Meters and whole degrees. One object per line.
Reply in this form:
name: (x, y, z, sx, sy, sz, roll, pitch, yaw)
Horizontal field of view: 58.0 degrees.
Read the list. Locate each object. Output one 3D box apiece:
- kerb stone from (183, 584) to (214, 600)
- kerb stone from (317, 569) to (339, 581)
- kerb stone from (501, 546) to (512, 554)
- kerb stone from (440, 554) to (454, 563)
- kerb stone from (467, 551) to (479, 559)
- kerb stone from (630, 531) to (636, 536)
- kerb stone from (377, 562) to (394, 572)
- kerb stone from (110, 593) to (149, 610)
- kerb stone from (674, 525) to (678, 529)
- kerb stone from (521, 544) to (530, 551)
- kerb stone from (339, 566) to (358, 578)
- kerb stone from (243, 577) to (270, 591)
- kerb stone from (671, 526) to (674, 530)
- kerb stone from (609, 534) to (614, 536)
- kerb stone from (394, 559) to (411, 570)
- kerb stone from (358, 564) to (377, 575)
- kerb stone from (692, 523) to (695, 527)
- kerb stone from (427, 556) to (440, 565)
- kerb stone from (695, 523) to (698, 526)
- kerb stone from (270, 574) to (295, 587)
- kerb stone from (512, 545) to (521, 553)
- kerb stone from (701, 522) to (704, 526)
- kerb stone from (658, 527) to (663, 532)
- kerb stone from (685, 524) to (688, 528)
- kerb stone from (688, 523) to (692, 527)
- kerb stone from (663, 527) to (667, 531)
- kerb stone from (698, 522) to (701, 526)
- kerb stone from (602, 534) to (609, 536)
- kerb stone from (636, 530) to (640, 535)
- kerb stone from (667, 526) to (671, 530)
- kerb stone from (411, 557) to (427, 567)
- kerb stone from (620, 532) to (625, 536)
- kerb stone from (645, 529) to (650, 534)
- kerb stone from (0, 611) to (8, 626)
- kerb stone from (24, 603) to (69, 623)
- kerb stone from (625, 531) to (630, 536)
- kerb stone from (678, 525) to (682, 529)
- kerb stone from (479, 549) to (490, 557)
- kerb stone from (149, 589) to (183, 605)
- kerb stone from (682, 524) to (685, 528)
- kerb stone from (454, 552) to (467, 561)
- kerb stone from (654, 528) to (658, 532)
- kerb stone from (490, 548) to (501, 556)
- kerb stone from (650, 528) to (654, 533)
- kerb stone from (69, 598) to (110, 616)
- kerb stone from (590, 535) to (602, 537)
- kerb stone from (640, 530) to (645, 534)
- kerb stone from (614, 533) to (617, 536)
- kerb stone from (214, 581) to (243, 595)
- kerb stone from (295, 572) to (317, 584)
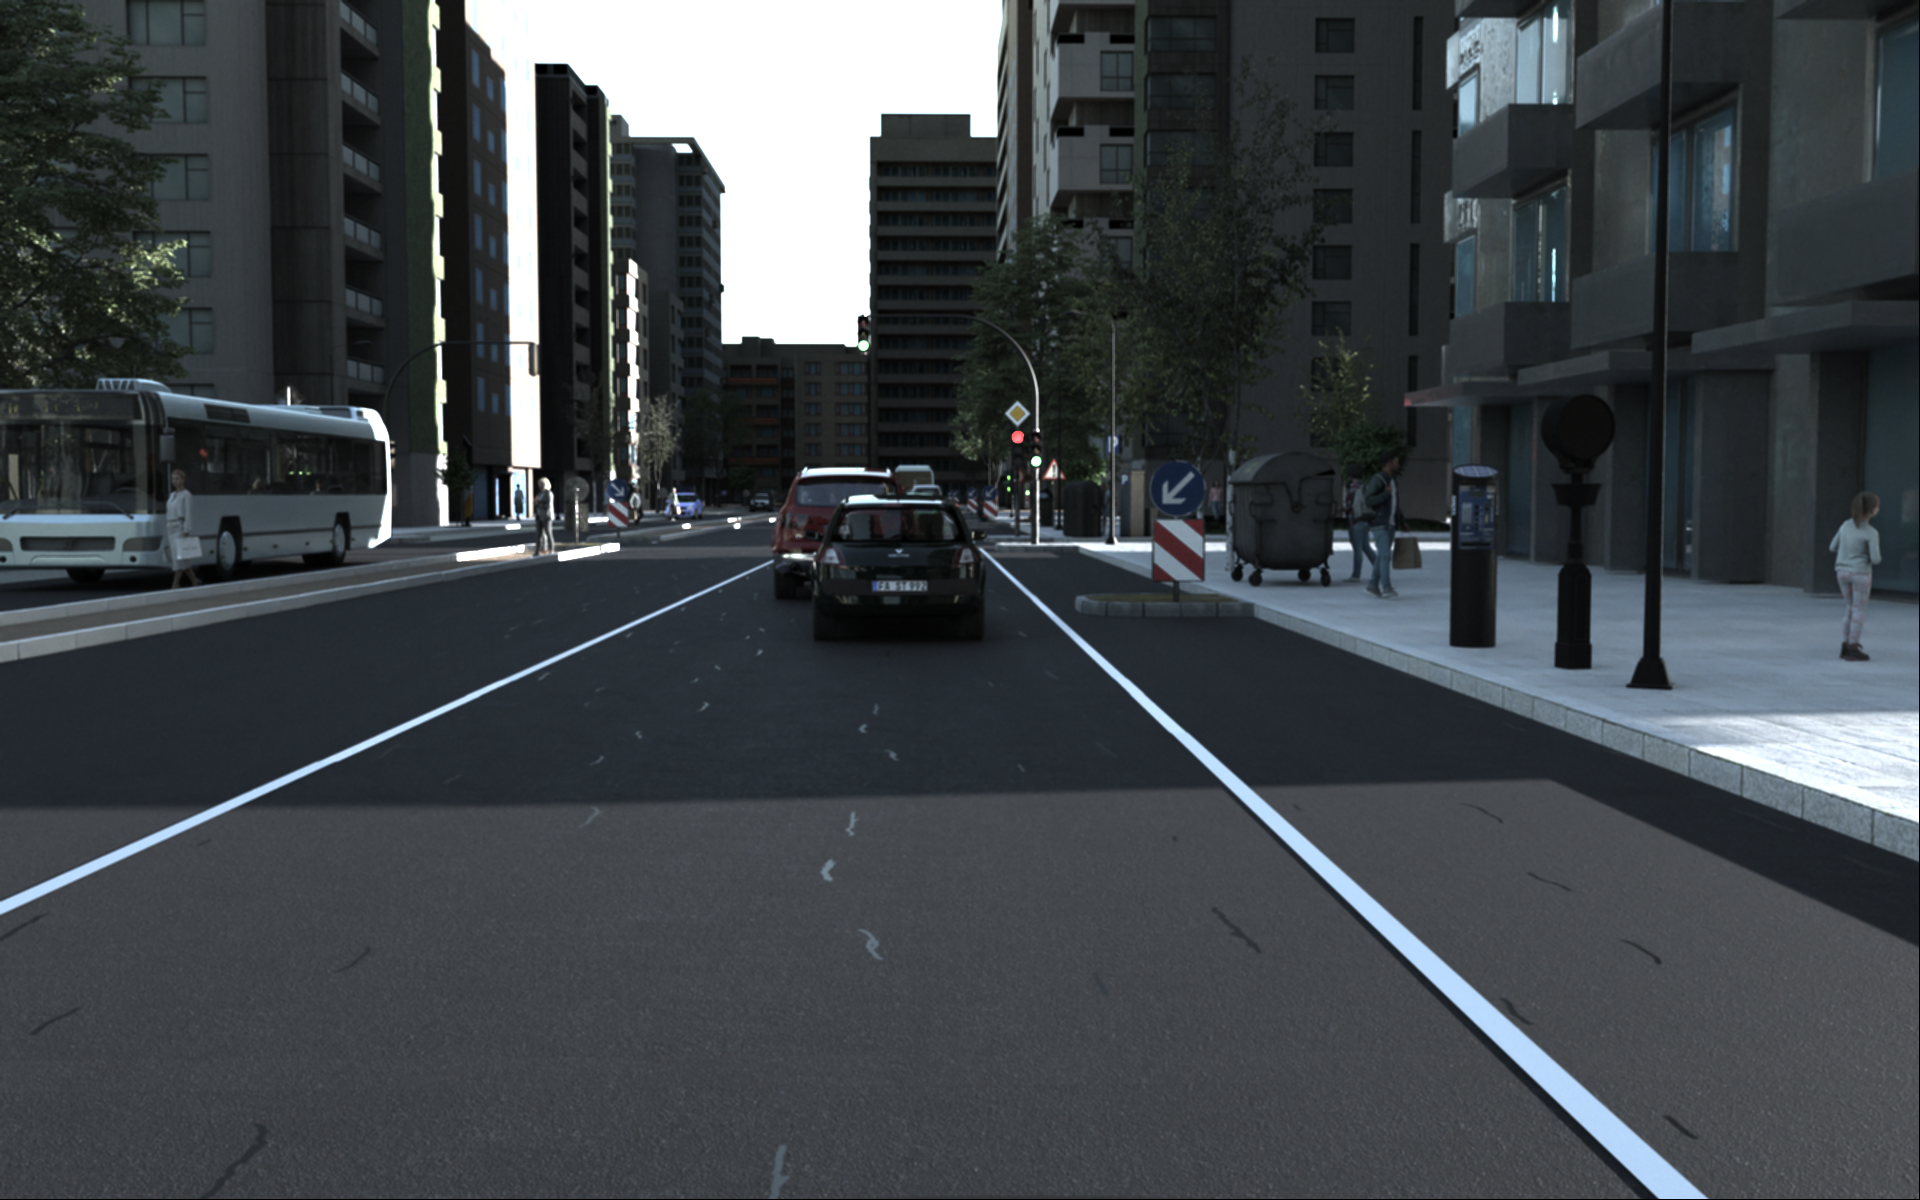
kerb stone: (-10.505, -0.089, 23.705, 0.120, 0.150, 1.000, 0, 4, -1)
kerb stone: (-10.615, -0.404, 28.838, 0.120, 0.150, 1.000, 0, 4, -1)
kerb stone: (-10.894, -1.159, 41.141, 0.120, 0.150, 1.000, 0, 4, -1)
kerb stone: (-10.785, -0.841, 36.030, 0.120, 0.150, 1.000, 0, 4, -1)
kerb stone: (-10.825, -0.969, 38.074, 0.120, 0.150, 1.000, 0, 4, -1)
kerb stone: (-11.298, -2.254, 59.077, 0.120, 0.150, 1.000, 0, 4, -1)
kerb stone: (-10.696, -0.593, 31.928, 0.120, 0.150, 1.000, 0, 4, -1)
kerb stone: (-10.454, 0.034, 21.642, 0.120, 0.150, 1.000, 0, 4, -1)
kerb stone: (-11.527, -2.884, 69.357, 0.120, 0.150, 1.000, 0, 4, -1)
kerb stone: (-10.938, -1.282, 43.184, 0.120, 0.150, 1.000, 0, 4, -1)
kerb stone: (-10.647, -0.469, 29.862, 0.120, 0.150, 1.000, 0, 4, -1)
kerb stone: (-10.549, -0.218, 25.765, 0.120, 0.150, 1.000, 0, 4, -1)
kerb stone: (-11.505, -2.821, 68.322, 0.120, 0.150, 1.000, 0, 4, -1)
kerb stone: (-11.202, -2.004, 54.963, 0.120, 0.150, 1.000, 0, 4, -1)
kerb stone: (-10.707, -0.658, 32.961, 0.120, 0.150, 1.000, 0, 4, -1)
kerb stone: (-10.664, -0.532, 30.895, 0.120, 0.150, 1.000, 0, 4, -1)
kerb stone: (-11.633, -3.197, 74.483, 0.120, 0.150, 1.000, 0, 4, -1)
kerb stone: (-10.759, -0.784, 35.008, 0.120, 0.150, 1.000, 0, 4, -1)
kerb stone: (-11.664, -3.261, 75.504, 0.120, 0.150, 1.000, 0, 4, -1)
kerb stone: (-10.573, -0.279, 26.787, 0.120, 0.150, 1.000, 0, 4, -1)
kerb stone: (-10.919, -1.221, 42.163, 0.120, 0.150, 1.000, 0, 4, -1)
kerb stone: (-11.712, -3.387, 77.567, 0.120, 0.150, 1.000, 0, 4, -1)
kerb stone: (-11.427, -2.632, 65.231, 0.120, 0.150, 1.000, 0, 4, -1)
kerb stone: (-11.589, -3.072, 72.429, 0.120, 0.150, 1.000, 0, 4, -1)
kerb stone: (-11.613, -3.130, 73.451, 0.120, 0.150, 1.000, 0, 4, -1)
kerb stone: (-11.458, -2.695, 66.266, 0.120, 0.150, 1.000, 0, 4, -1)
kerb stone: (-11.681, -3.321, 76.536, 0.120, 0.150, 1.000, 0, 4, -1)
kerb stone: (-11.176, -1.942, 53.941, 0.120, 0.150, 1.000, 0, 4, -1)
kerb stone: (-11.324, -2.317, 60.106, 0.120, 0.150, 1.000, 0, 4, -1)
kerb stone: (-11.479, -2.757, 67.291, 0.120, 0.150, 1.000, 0, 4, -1)
kerb stone: (-10.722, -0.721, 33.983, 0.120, 0.150, 1.000, 0, 4, -1)
kerb stone: (-11.249, -2.130, 57.014, 0.120, 0.150, 1.000, 0, 4, -1)
kerb stone: (-11.366, -2.444, 62.157, 0.120, 0.150, 1.000, 0, 4, -1)
kerb stone: (-10.387, 0.226, 18.566, 0.120, 0.150, 1.000, 0, 4, -1)
kerb stone: (-10.417, 0.167, 19.588, 0.120, 0.150, 1.000, 0, 4, -1)
kerb stone: (-11.276, -2.193, 58.044, 0.120, 0.150, 1.000, 0, 4, -1)
kerb stone: (-11.539, -2.941, 70.385, 0.120, 0.150, 1.000, 0, 4, -1)
kerb stone: (-10.847, -1.026, 39.096, 0.120, 0.150, 1.000, 0, 4, -1)
kerb stone: (-10.486, -0.029, 22.674, 0.120, 0.150, 1.000, 0, 4, -1)
kerb stone: (-11.566, -3.009, 71.406, 0.120, 0.150, 1.000, 0, 4, -1)
kerb stone: (-10.798, -0.909, 37.052, 0.120, 0.150, 1.000, 0, 4, -1)
kerb stone: (-11.412, -2.569, 64.209, 0.120, 0.150, 1.000, 0, 4, -1)
kerb stone: (-10.870, -1.096, 40.117, 0.120, 0.150, 1.000, 0, 4, -1)
kerb stone: (-11.381, -2.503, 63.179, 0.120, 0.150, 1.000, 0, 4, -1)
kerb stone: (-10.441, 0.099, 20.618, 0.120, 0.150, 1.000, 0, 4, -1)
kerb stone: (-11.157, -1.879, 52.912, 0.120, 0.150, 1.000, 0, 4, -1)
kerb stone: (-11.343, -2.376, 61.128, 0.120, 0.150, 1.000, 0, 4, -1)
kerb stone: (-11.224, -2.060, 55.986, 0.120, 0.150, 1.000, 0, 4, -1)
kerb stone: (-10.533, -0.155, 24.726, 0.120, 0.150, 1.000, 0, 4, -1)
kerb stone: (-10.600, -0.344, 27.816, 0.120, 0.150, 1.000, 0, 4, -1)
